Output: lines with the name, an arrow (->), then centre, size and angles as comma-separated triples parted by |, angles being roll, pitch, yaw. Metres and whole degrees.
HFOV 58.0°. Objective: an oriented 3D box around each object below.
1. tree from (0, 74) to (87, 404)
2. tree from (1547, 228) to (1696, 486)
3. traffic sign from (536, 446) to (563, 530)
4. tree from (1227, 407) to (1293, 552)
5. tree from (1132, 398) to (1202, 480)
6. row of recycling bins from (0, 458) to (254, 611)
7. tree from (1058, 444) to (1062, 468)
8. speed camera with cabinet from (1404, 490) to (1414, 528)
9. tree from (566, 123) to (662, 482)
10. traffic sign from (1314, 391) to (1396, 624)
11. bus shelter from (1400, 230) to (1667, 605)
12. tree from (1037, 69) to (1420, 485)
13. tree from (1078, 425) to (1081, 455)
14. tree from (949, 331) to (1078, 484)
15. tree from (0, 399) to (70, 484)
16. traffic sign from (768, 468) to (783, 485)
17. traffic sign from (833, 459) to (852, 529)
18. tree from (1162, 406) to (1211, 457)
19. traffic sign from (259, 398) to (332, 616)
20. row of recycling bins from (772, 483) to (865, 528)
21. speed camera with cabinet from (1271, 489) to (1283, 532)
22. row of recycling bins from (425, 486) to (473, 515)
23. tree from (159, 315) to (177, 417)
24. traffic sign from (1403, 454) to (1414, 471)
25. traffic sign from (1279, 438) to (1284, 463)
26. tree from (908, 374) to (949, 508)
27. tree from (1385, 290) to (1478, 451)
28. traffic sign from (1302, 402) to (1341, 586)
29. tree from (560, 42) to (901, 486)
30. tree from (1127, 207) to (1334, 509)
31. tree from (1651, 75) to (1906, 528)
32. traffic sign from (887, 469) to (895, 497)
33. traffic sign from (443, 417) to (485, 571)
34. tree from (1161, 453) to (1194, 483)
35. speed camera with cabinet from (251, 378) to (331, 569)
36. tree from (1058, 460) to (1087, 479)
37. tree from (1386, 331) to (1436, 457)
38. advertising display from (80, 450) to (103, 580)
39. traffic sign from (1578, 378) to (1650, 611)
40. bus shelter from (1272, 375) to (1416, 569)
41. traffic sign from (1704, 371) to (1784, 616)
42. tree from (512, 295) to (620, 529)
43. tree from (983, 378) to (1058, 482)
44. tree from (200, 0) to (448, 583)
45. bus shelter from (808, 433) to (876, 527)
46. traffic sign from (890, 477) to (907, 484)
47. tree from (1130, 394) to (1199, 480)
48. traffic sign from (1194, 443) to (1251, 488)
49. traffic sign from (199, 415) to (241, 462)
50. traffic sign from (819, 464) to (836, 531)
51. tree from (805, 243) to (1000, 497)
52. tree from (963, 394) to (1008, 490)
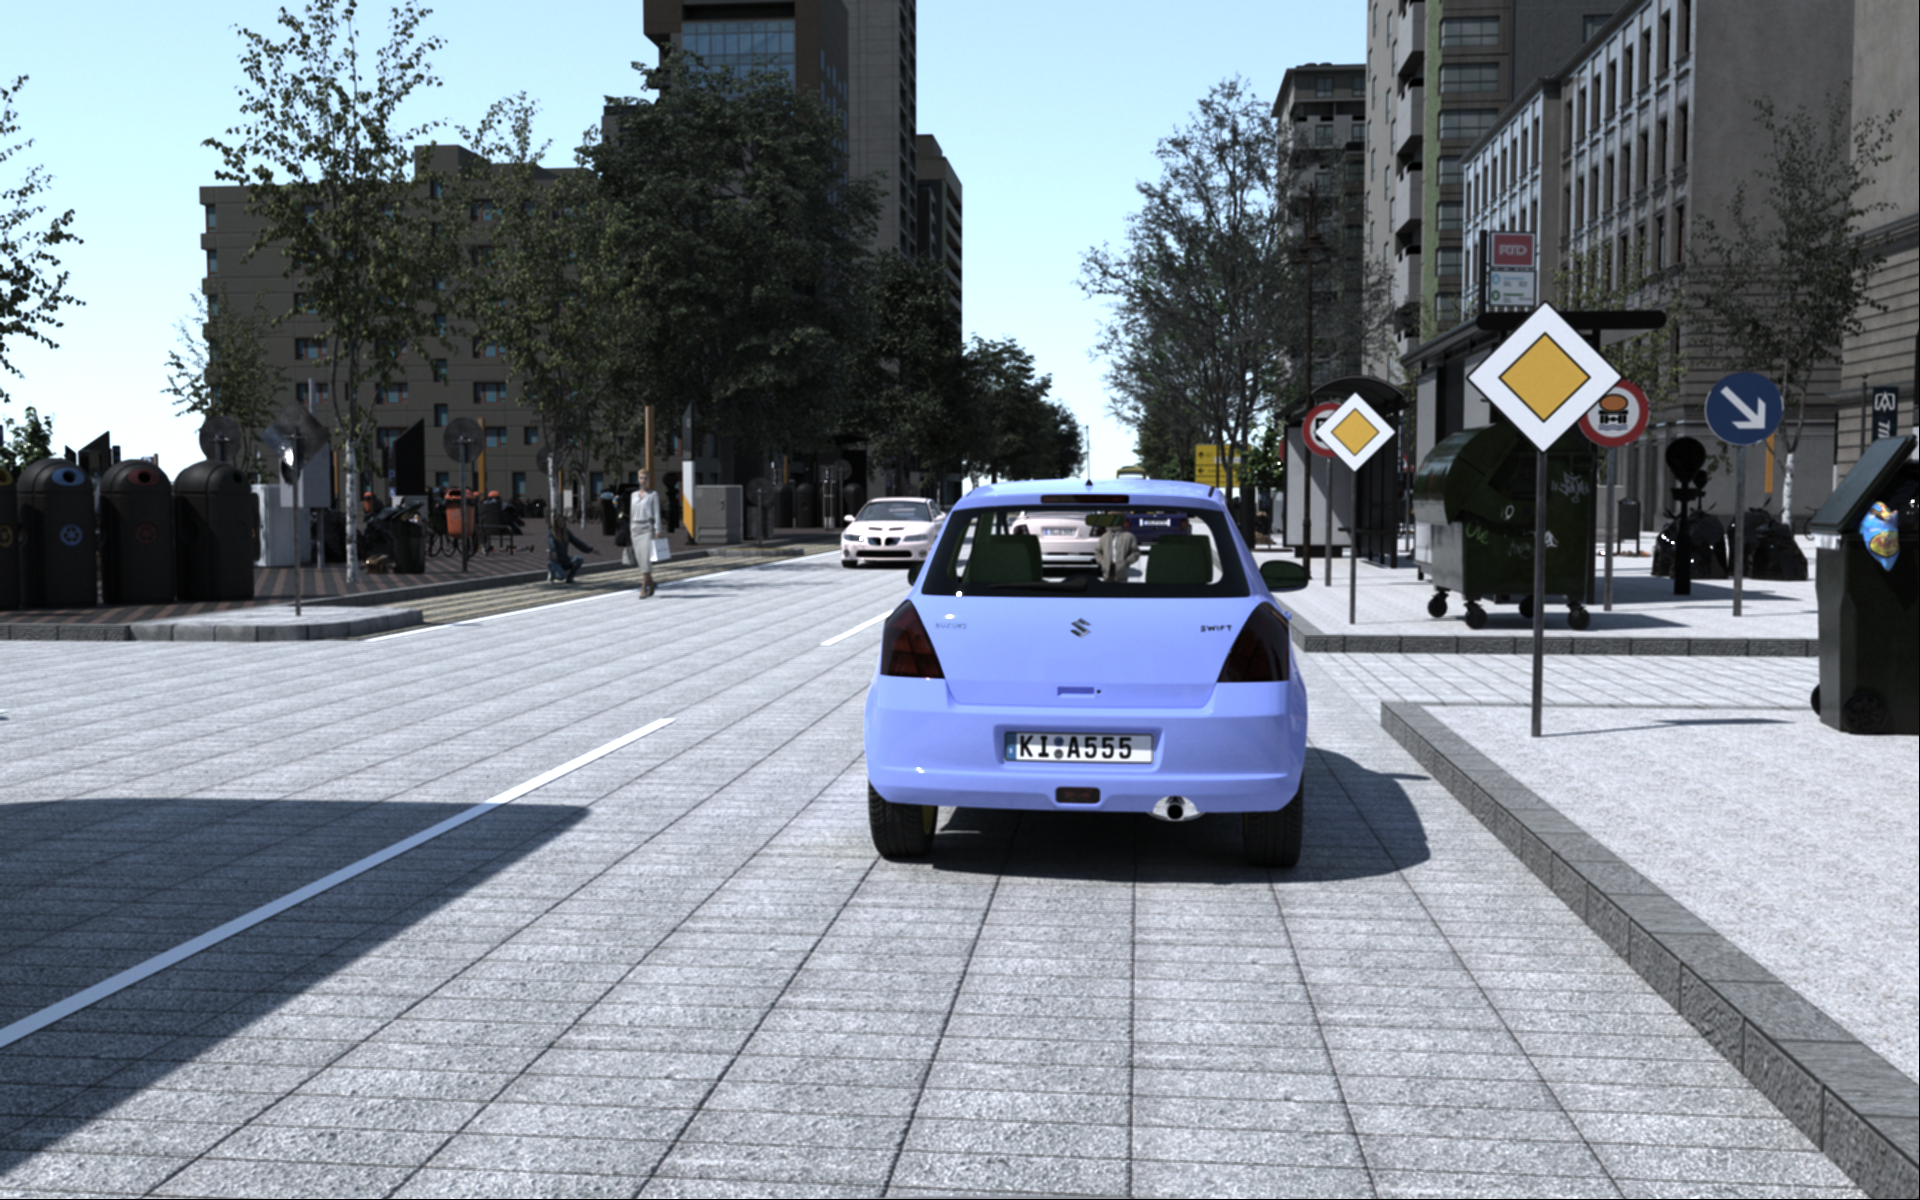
tree -> -16.811, -4.785, 28.592 | 4.737, 8.622, 4.395 | 0, 3, 0
tree -> 18.278, -6.025, 48.874 | 4.737, 8.622, 4.395 | 0, 3, 0
traffic sign -> -10.804, -2.782, 45.598 | 0.768, 2.556, 0.104 | 1, 4, 11
tree -> 6.930, -2.703, 38.795 | 1.663, 3.219, 1.824 | 0, 3, 0
tree -> 23.931, -16.928, 193.781 | 9.611, 12.733, 9.660 | 0, 3, 0
row of recycling bins -> -10.036, -0.796, 20.122 | 1.069, 1.692, 3.534 | 3, 5, 41
tree -> 6.869, -16.295, 184.548 | 7.486, 12.596, 7.792 | 0, 3, 0
speed camera with cabinet -> 17.763, -4.336, 65.222 | 0.660, 3.252, 2.038 | -3, 5, -42
tree -> -7.517, -4.989, 31.934 | 4.737, 8.622, 4.395 | 0, 3, 0
traffic sign -> 3.869, -0.819, 17.030 | 0.795, 2.450, 0.064 | 0, 4, 6
bus shelter -> 7.459, -2.844, 24.129 | 2.179, 5.291, 8.768 | 0, 4, 6
tree -> 8.340, -8.616, 51.239 | 12.009, 13.543, 11.850 | 0, 3, 0
tree -> 12.138, -19.952, 232.876 | 9.857, 13.997, 8.962 | 0, 3, 0
tree -> 2.810, -14.028, 136.017 | 9.857, 13.997, 8.962 | 0, 3, 0
tree -> -18.529, -2.459, 34.804 | 1.663, 3.219, 1.824 | 0, 3, 0
traffic sign -> -7.183, -3.991, 67.384 | 0.606, 2.300, 0.079 | 0, 4, 7
traffic sign -> -4.366, -3.892, 63.737 | 0.768, 2.556, 0.104 | 0, 4, 7
tree -> 18.809, -11.862, 144.313 | 4.737, 8.622, 4.395 | 0, 3, 0
traffic sign -> -6.964, -0.889, 18.175 | 0.795, 2.450, 0.064 | 0, 4, 6
row of recycling bins -> -5.383, -3.591, 65.818 | 3.534, 1.692, 1.069 | -1, 4, -8
speed camera with cabinet -> 10.854, -3.960, 59.082 | 0.660, 3.252, 2.038 | -1, 4, -17
row of recycling bins -> -25.650, -4.854, 86.481 | 3.534, 1.692, 1.069 | 2, 4, 32
tree -> -24.339, -6.585, 58.028 | 4.737, 8.622, 4.395 | 0, 3, 0
traffic sign -> 10.055, -2.454, 40.134 | 0.884, 2.594, 0.081 | 1, 4, 13
traffic sign -> 6.872, -2.151, 35.281 | 0.768, 2.556, 0.104 | 1, 4, 13
tree -> -1.479, -9.265, 101.839 | 4.737, 8.622, 4.395 | 0, 3, 0
tree -> 17.261, -6.811, 61.721 | 4.737, 8.622, 4.395 | 0, 3, 0
traffic sign -> 5.123, -1.463, 24.023 | 0.768, 2.556, 0.104 | 1, 4, 16
tree -> -6.703, -8.775, 50.120 | 9.857, 13.997, 8.962 | 0, 3, 0
tree -> 9.916, -8.466, 64.167 | 9.928, 11.665, 9.643 | 0, 3, 0
tree -> 14.935, -4.951, 31.307 | 4.360, 8.622, 3.978 | 0, 3, 0
traffic sign -> -3.293, -5.268, 86.236 | 0.768, 2.556, 0.104 | 1, 4, 14
traffic sign -> -8.227, -1.748, 28.693 | 0.768, 2.556, 0.104 | 1, 4, 15
tree -> 15.887, -8.441, 121.719 | 4.285, 4.588, 4.351 | 0, 3, 0
speed camera with cabinet -> -11.727, -2.176, 29.919 | 2.038, 3.252, 0.660 | 3, 4, 36
tree -> 14.712, -19.447, 252.366 | 8.767, 10.594, 7.601 | -2, 4, -29
tree -> 21.078, -7.753, 77.126 | 4.360, 8.622, 3.978 | 0, 3, 0
advertising display -> -12.956, -1.264, 25.884 | 0.123, 1.923, 0.974 | -1, 4, -16
traffic sign -> 7.091, -1.148, 18.884 | 0.768, 2.556, 0.104 | 0, 4, 8
bus shelter -> 7.018, -2.343, 32.230 | 2.014, 3.302, 5.546 | 0, 4, 6
traffic sign -> 8.161, -1.101, 18.110 | 0.768, 2.556, 0.104 | 1, 4, 12
tree -> -14.045, -6.907, 63.289 | 4.360, 8.622, 3.978 | 0, 3, 0
tree -> 5.183, -15.236, 167.234 | 7.486, 12.596, 7.792 | 0, 3, 0
tree -> -8.573, -4.558, 24.890 | 4.737, 8.622, 4.395 | 0, 3, 0
bus shelter -> -4.717, -4.805, 69.840 | 1.731, 3.624, 6.357 | 0, 4, 6
traffic sign -> -3.146, -5.438, 88.911 | 0.884, 2.594, 0.081 | 1, 4, 10
tree -> 21.195, -15.917, 178.377 | 7.486, 12.596, 7.792 | 0, 3, 0
traffic sign -> 10.593, -4.651, 69.919 | 2.265, 3.308, 0.079 | 1, 4, 11
traffic sign -> -11.963, -1.705, 27.990 | 0.768, 2.556, 0.104 | 1, 4, 13
traffic sign -> -4.570, -3.525, 59.764 | 0.606, 2.300, 0.079 | 1, 4, 9
tree -> -2.702, -9.917, 79.155 | 9.611, 12.733, 9.660 | 0, 3, 0
tree -> 1.151, -10.479, 121.701 | 4.360, 8.622, 3.978 | 0, 3, 0
